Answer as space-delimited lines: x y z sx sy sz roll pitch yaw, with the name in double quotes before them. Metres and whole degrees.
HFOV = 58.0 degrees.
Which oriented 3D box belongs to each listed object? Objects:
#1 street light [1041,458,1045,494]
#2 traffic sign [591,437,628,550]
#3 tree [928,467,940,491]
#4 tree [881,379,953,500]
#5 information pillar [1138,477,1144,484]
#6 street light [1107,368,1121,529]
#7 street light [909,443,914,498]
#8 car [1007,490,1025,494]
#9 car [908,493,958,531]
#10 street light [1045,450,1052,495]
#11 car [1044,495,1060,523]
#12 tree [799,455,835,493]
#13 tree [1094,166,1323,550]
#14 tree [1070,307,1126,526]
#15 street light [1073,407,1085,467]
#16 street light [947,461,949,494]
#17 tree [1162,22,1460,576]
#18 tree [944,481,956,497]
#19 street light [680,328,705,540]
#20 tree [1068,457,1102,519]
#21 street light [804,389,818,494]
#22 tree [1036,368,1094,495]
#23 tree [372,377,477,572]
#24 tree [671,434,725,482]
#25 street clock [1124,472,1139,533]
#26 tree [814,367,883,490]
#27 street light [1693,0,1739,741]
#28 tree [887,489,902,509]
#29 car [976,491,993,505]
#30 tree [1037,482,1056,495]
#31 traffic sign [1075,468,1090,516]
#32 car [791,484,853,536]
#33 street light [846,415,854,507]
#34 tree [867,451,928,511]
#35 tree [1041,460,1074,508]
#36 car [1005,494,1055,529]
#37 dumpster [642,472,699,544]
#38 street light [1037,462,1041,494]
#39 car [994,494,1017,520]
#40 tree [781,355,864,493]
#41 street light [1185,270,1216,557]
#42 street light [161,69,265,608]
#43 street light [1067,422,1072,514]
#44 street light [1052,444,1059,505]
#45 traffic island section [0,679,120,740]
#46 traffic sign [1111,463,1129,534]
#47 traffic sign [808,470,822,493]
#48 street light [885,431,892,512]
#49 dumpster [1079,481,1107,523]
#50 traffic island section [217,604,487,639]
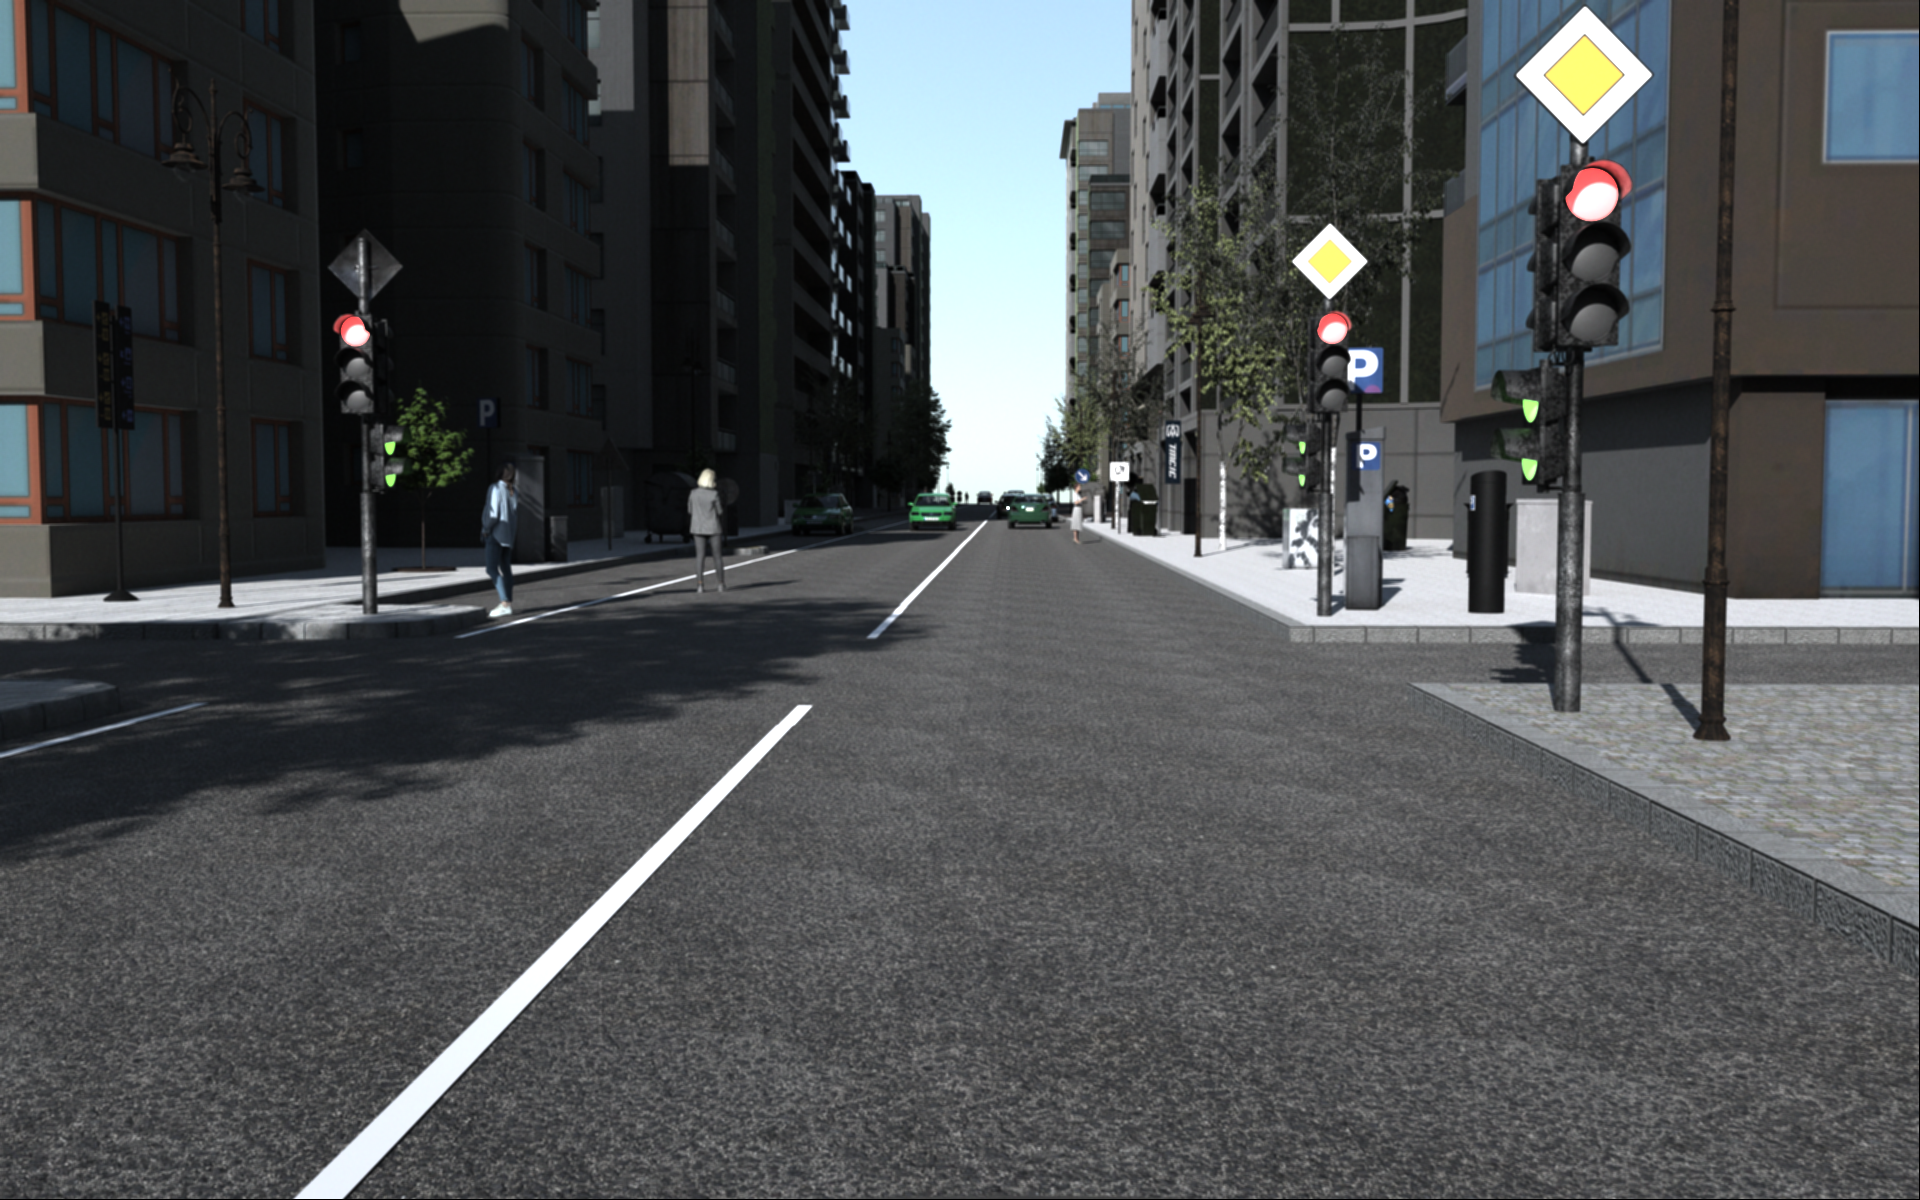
"street light" 9.652 -13.622 195.508 0.468 5.910 1.993 0 4 2
"traffic sign" -7.998 -2.416 39.512 0.884 2.594 0.081 0 4 6
"tree" -3.731 -12.675 190.944 4.285 4.588 4.351 0 3 0
"tree" -4.007 -15.413 170.134 7.486 12.596 7.792 0 3 0
"information pillar" 7.806 -4.316 75.056 0.304 2.012 0.304 0 4 4
"street light" 5.664 -5.568 63.818 0.468 5.910 1.993 0 4 2
"street light" -4.216 -10.996 152.567 0.468 5.910 1.993 0 4 2
"car" 5.208 -9.381 162.047 2.281 1.827 5.304 0 4 1
"car" -1.064 -3.675 68.882 1.959 1.807 4.718 0 4 1
"street light" 8.868 -12.021 169.331 0.468 5.910 1.993 0 4 2
"car" 4.115 -4.673 88.405 2.014 1.417 4.499 0 4 1
"tree" -6.787 -5.508 84.654 1.663 3.219 1.824 0 3 0
"tree" 6.272 -5.456 39.560 4.737 8.622 4.395 0 3 0
"tree" 6.513 -7.256 68.995 4.360 8.622 3.978 0 3 0
"street light" 6.465 -7.319 92.452 0.468 5.910 1.993 0 4 2
"street light" -1.660 -16.065 235.442 0.468 5.910 1.993 0 4 2
"tree" 5.606 -4.689 27.035 4.360 8.622 3.978 0 3 0
"tree" -1.290 -15.669 250.789 1.663 3.219 1.824 0 3 0
"street light" -7.440 -4.621 48.336 0.468 5.910 1.993 0 4 2
"tree" 6.451 -5.857 90.368 1.663 3.219 1.824 0 3 0
"street light" -6.588 -6.344 76.509 0.468 5.910 1.993 0 4 2
"tree" 7.431 -9.160 100.123 4.737 8.622 4.395 0 3 0
"tree" -9.034 -2.087 28.717 1.663 3.219 1.824 0 3 0
"tree" -8.592 -3.759 56.059 1.663 3.219 1.824 0 3 0
"street clock" 5.673 -3.233 57.435 0.471 2.002 0.358 1 4 23
"tree" -6.503 -9.074 98.727 4.737 8.622 4.395 0 3 0
"street light" 3.944 -2.209 8.906 0.468 5.910 1.993 0 4 2
"tree" -5.398 -9.404 148.352 1.663 3.219 1.824 0 3 0
"car" 3.362 -13.835 234.879 2.281 1.827 5.304 0 4 1
"tree" 12.010 -14.701 234.956 1.663 3.219 1.824 0 3 0
"traffic sign" 6.082 -5.256 86.041 0.768 2.556 0.104 0 4 3
"car" -4.807 -3.178 60.748 1.959 1.807 4.718 0 4 3
"street light" -6.040 -7.489 95.235 0.468 5.910 1.993 0 4 2
"tree" -5.377 -9.019 131.168 4.285 4.588 4.351 0 3 0
"tree" 9.031 -10.791 160.145 4.285 4.588 4.351 0 3 0
"car" 2.944 -3.726 72.713 2.131 1.459 4.920 0 4 3
"dumpster" -7.560 -2.427 45.442 1.264 1.857 1.865 0 4 2
"street light" 10.521 -15.349 223.739 0.468 5.910 1.993 0 4 2
"car" 2.947 -5.391 97.931 2.009 1.686 4.222 0 4 2
"tree" -7.132 -8.586 90.743 4.360 8.622 3.978 0 3 0
"street light" 4.874 -3.823 35.293 0.468 5.910 1.993 0 4 2
"street light" -8.308 -2.853 19.435 0.468 5.910 1.993 0 4 2
"street light" 7.166 -8.496 111.692 0.468 5.910 1.993 0 4 2
"street light" 7.921 -10.249 140.365 0.468 5.910 1.993 0 4 2
"traffic island section" -6.573 0.717 10.561 2.009 0.180 2.903 0 4 2
"traffic sign" 5.141 -3.284 55.827 0.606 2.300 0.079 0 4 8
"traffic sign" -6.287 -4.462 75.088 0.606 2.300 0.079 0 4 4
"street light" -5.073 -9.273 124.395 0.468 5.910 1.993 0 4 2
"dumpster" 6.026 -4.465 78.766 1.264 1.857 1.865 0 4 2
"traffic island section" -6.331 0.229 18.542 2.009 0.180 2.903 0 4 2
